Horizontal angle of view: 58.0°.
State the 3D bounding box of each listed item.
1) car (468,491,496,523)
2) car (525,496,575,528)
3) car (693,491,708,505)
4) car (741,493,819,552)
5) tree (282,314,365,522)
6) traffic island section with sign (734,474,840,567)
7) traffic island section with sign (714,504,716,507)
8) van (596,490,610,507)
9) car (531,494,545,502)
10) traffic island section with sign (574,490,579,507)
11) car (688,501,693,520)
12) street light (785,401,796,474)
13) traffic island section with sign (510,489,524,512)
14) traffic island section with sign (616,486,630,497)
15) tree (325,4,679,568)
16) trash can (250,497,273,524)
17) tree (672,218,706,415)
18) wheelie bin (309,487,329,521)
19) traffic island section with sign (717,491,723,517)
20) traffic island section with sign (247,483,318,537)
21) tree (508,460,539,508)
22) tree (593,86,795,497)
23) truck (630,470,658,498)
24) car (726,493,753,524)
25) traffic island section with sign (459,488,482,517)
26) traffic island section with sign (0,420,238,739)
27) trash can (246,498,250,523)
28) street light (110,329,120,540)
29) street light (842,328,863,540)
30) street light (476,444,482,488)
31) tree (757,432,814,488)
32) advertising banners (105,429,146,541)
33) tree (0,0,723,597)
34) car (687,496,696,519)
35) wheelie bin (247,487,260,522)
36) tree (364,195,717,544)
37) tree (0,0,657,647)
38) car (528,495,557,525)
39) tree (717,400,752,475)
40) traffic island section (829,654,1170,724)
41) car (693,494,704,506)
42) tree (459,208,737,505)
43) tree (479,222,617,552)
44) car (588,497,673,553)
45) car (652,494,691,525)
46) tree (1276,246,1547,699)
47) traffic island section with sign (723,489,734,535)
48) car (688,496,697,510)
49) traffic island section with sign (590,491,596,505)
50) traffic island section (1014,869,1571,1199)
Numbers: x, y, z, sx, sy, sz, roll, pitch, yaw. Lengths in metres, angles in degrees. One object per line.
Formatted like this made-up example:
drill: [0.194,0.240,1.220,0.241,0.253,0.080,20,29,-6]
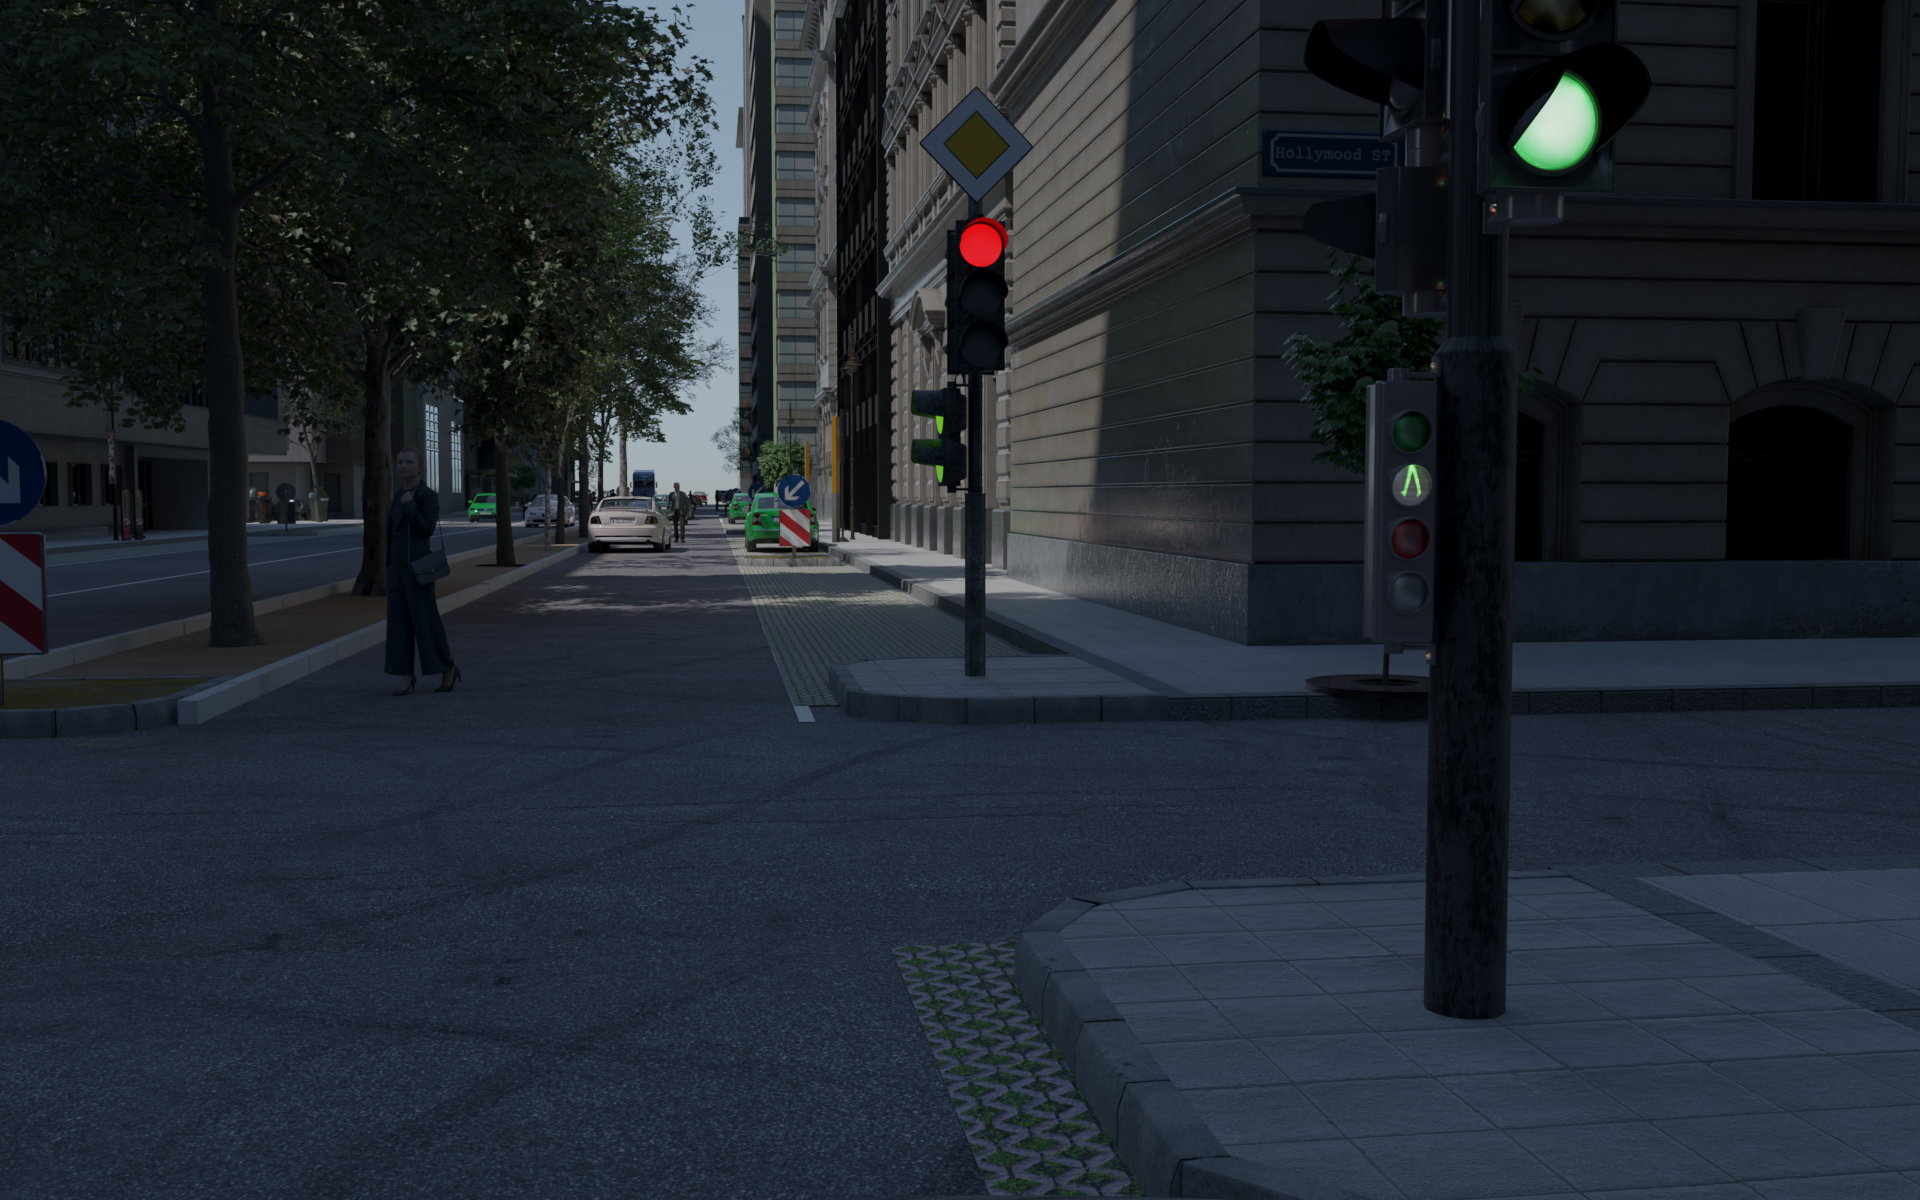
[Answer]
car: [-23.993,-4.865,88.331,1.959,1.807,4.718,-1,4,-10]
car: [-17.916,-3.881,75.816,2.083,1.381,4.827,0,4,-8]
car: [-33.981,-13.293,226.011,2.281,1.827,5.304,-1,4,-8]
car: [-4.552,-2.145,43.865,1.959,1.807,4.718,0,4,-8]
tree: [-29.216,-8.792,78.160,7.601,10.594,8.767,2,4,35]
traffic island section with sign: [-3.478,-1.605,34.868,1.989,1.847,2.006,-1,4,-8]
traffic island section with sign: [-18.292,-7.879,137.448,1.989,1.847,2.006,-1,4,-8]
van: [-37.197,-10.665,181.382,2.013,2.044,4.112,-1,4,-10]
car: [-35.414,-8.343,146.195,2.009,1.686,4.222,-1,4,-8]
traffic island section with sign: [-42.069,-11.135,190.678,1.989,1.847,2.006,-1,4,-8]
car: [-15.761,-5.112,95.583,2.014,1.417,4.499,0,4,-7]
street light: [-8.426,-6.932,86.130,0.468,5.910,1.993,-1,4,-8]
traffic island section with sign: [-34.005,-7.721,134.873,1.989,1.847,2.006,-1,4,-8]
traffic island section with sign: [-16.665,-4.726,85.406,2.006,1.907,1.989,-1,4,-8]
tree: [-9.070,-6.461,33.855,9.928,11.665,9.643,0,3,0]
trash can: [-30.255,-3.894,75.317,0.748,1.137,0.748,0,3,0]
tree: [-12.170,-8.291,56.139,7.486,12.596,7.792,0,3,0]
wheelie bin: [-30.083,-4.482,81.187,0.693,1.594,0.980,1,4,21]
traffic island section with sign: [-14.375,-6.223,110.378,1.989,1.847,2.006,-1,4,-8]
traffic island section with sign: [-23.044,-3.084,59.048,1.989,1.847,2.006,-1,4,-8]
tree: [-40.388,-10.743,159.363,4.285,4.588,4.351,0,3,0]
tree: [-14.246,-13.495,78.996,12.611,20.169,13.585,0,3,0]
truck: [-35.787,-12.708,197.532,2.967,4.110,18.799,-1,4,-8]
car: [-10.186,-4.538,83.000,1.959,1.807,4.718,-1,4,-10]
traffic island section with sign: [-30.129,-6.081,108.050,1.989,1.847,2.006,-1,4,-8]
traffic island section with sign: [-5.916,-0.177,11.038,2.006,1.907,1.989,-1,4,-8]
trash can: [-31.495,-3.967,76.518,0.748,1.137,0.748,0,3,0]
street light: [-23.480,-4.601,48.012,0.468,5.910,1.993,-1,4,-8]
street light: [-3.010,-4.624,48.396,0.468,5.910,1.993,-1,4,-8]
street light: [-34.406,-9.231,123.720,0.468,5.910,1.993,-1,4,-8]
tree: [-9.197,-6.605,91.704,4.285,4.588,4.351,0,3,0]
advertising banners: [-22.848,-3.132,47.403,0.090,3.025,2.074,0,4,0]
tree: [-8.160,-6.394,24.000,9.611,12.733,9.660,0,3,0]
car: [-16.516,-5.459,101.839,1.945,1.354,3.894,0,4,-7]
wheelie bin: [-32.181,-4.319,78.521,0.980,1.594,0.693,0,4,-3]
tree: [-11.362,-6.834,48.608,8.767,10.594,7.601,-1,4,-8]
tree: [-6.664,-5.805,15.498,7.486,12.596,7.792,0,3,0]
car: [-19.593,-4.332,82.827,2.014,1.417,4.499,-1,4,-10]
tree: [-20.071,-14.429,170.332,8.767,10.594,7.601,-2,4,-28]
traffic island section: [0.130,0.614,12.250,2.009,0.180,2.903,-1,4,-8]
car: [-31.280,-11.884,204.519,2.015,1.641,3.980,0,4,-7]
tree: [-13.725,-9.357,65.817,12.009,13.543,11.850,0,3,0]
tree: [-10.192,-5.486,42.514,4.737,8.622,4.395,0,3,0]
car: [-8.339,-1.927,43.873,2.083,1.381,4.827,0,4,-6]
car: [-13.684,-4.232,80.985,2.131,1.459,4.920,0,4,-7]
tree: [2.924,-1.018,11.239,1.663,3.219,1.824,0,3,0]
traffic island section with sign: [-7.326,-3.237,61.549,1.989,1.847,2.006,-1,4,-8]
car: [-24.408,-8.670,154.337,1.945,1.354,3.894,0,4,-7]
traffic island section with sign: [-45.908,-12.767,217.359,1.989,1.847,2.006,-1,4,-8]
traffic island section: [1.271,1.097,4.346,2.009,0.180,2.903,-1,4,-8]
